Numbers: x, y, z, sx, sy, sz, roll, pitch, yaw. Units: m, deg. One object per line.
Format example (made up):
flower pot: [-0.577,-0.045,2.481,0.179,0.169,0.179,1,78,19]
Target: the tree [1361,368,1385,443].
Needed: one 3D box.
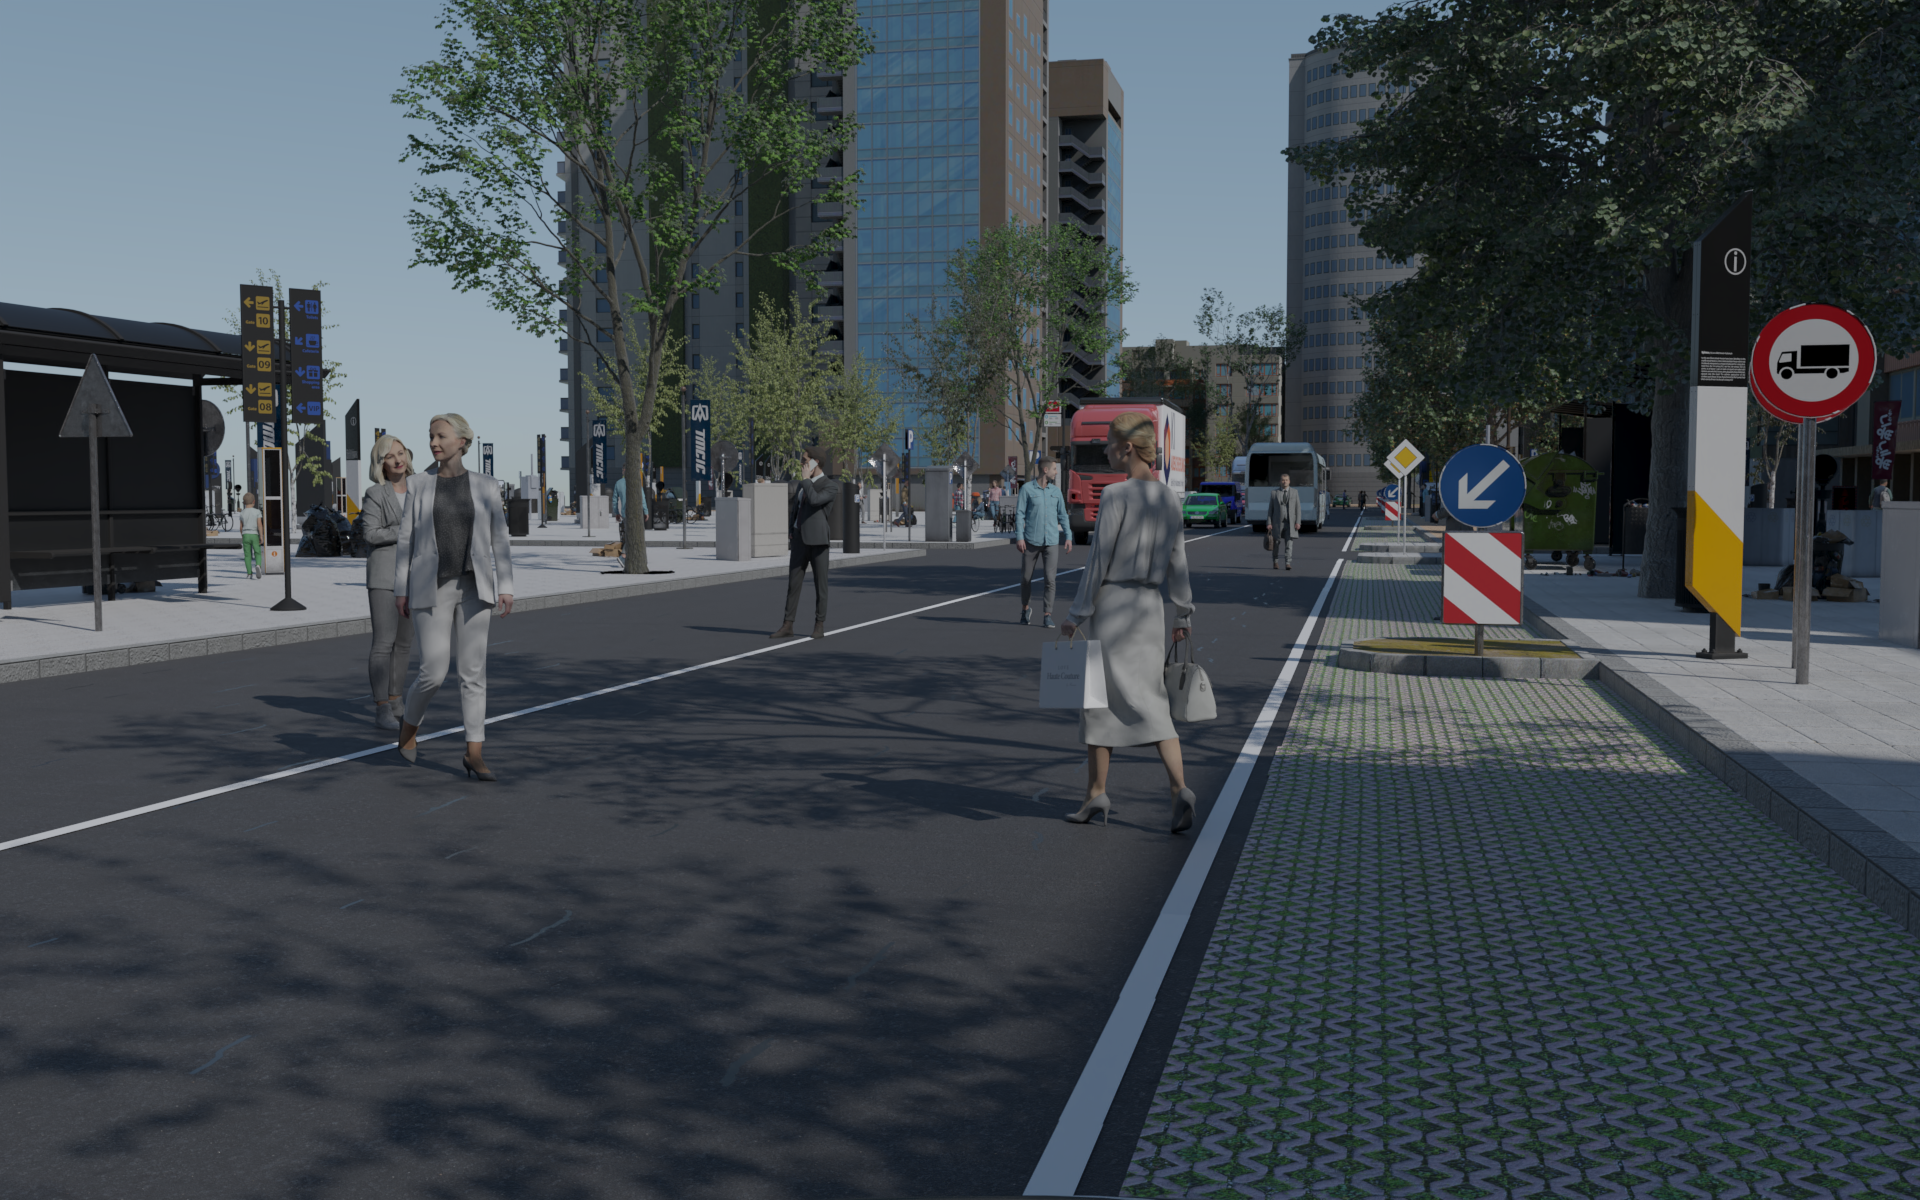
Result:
tree: [34.373,-13.304,127.883,12.009,13.543,11.850,0,3,0]

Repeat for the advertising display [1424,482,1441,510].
advertising display: [25.310,-5.355,92.772,0.123,1.923,0.974,-3,5,-45]

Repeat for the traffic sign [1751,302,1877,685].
traffic sign: [5.685,-0.704,11.613,0.768,2.556,0.104,1,4,14]

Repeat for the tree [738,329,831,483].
tree: [-8.107,-7.841,78.556,4.360,8.622,3.978,0,3,0]

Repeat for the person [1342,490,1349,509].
person: [35.823,-9.324,160.823,0.599,1.838,0.709,1,4,14]

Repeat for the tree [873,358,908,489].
tree: [-5.517,-8.284,85.812,4.737,8.622,4.395,0,3,0]

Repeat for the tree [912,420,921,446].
tree: [-4.993,-8.681,92.301,4.737,8.622,4.395,0,3,0]

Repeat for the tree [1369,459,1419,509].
tree: [48.845,-16.529,188.382,7.486,12.596,7.792,0,3,0]

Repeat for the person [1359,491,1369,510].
person: [36.878,-9.115,158.245,0.721,1.735,1.217,-2,4,-34]

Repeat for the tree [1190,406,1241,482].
tree: [21.420,-11.821,143.634,4.737,8.622,4.395,0,3,0]

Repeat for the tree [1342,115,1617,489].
tree: [24.496,-13.838,82.140,12.611,20.169,13.585,0,3,0]

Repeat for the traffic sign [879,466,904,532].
traffic sign: [-2.317,-3.563,58.256,0.884,2.594,0.081,1,4,18]

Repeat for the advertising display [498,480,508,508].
advertising display: [-21.050,-4.475,78.372,0.123,1.923,0.974,3,5,43]

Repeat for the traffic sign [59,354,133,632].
traffic sign: [-8.047,-0.985,16.107,0.884,2.594,0.081,1,4,21]

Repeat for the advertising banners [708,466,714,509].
advertising banners: [-14.787,-6.747,106.499,2.074,3.025,0.090,3,4,37]

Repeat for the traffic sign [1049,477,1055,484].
traffic sign: [4.263,-4.938,80.843,0.768,2.556,0.104,1,4,21]

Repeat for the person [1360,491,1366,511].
person: [34.425,-8.491,148.046,0.721,1.735,1.217,2,4,34]

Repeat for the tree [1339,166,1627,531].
tree: [17.291,-8.524,56.371,9.611,12.733,9.660,0,3,0]

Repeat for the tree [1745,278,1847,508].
tree: [27.116,-6.539,57.279,4.360,8.622,3.978,0,3,0]

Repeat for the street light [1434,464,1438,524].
street light: [20.685,-6.257,75.082,0.468,5.910,1.993,1,4,13]

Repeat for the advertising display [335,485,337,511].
advertising display: [-41.634,-6.800,116.386,0.123,1.923,0.974,1,4,14]

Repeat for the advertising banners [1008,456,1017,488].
advertising banners: [3.053,-5.088,79.369,2.074,3.025,0.090,3,4,36]

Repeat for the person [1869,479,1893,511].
person: [28.086,-2.841,52.845,0.623,1.781,0.721,2,4,24]

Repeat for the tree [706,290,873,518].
tree: [-6.132,-6.815,61.785,4.737,8.622,4.395,0,3,0]

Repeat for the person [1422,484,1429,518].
person: [24.520,-5.191,90.929,0.620,1.820,0.660,0,4,1]

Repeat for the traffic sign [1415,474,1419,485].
traffic sign: [27.657,-6.343,103.819,0.768,2.556,0.104,1,4,18]

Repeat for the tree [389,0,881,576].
tree: [-5.139,-6.233,27.660,9.928,11.665,9.643,0,3,0]

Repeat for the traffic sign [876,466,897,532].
traffic sign: [-2.481,-3.543,58.040,0.768,2.556,0.104,1,4,20]

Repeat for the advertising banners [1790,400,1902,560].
advertising banners: [16.862,-2.254,33.037,0.090,3.025,2.074,-2,4,-35]

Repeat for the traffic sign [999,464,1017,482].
traffic sign: [2.103,-4.679,76.235,0.795,2.593,0.064,1,4,14]

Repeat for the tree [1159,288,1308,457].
tree: [25.094,-18.556,159.276,12.611,20.169,13.585,0,3,0]

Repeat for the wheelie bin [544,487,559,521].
wheelie bin: [-19.406,-4.543,82.185,0.693,1.594,0.980,-2,4,-28]

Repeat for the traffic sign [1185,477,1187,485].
traffic sign: [15.063,-7.198,117.798,0.768,2.556,0.104,1,4,17]

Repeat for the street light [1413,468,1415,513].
street light: [30.538,-8.782,116.379,0.468,5.910,1.993,1,4,13]

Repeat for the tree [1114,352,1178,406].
tree: [9.432,-8.552,90.188,4.360,8.622,3.978,0,3,0]

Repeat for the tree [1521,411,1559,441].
tree: [38.639,-9.898,112.189,4.360,8.622,3.978,0,3,0]

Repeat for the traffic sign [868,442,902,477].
traffic sign: [-1.714,-2.253,39.028,0.795,2.593,0.064,1,4,13]

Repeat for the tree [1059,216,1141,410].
tree: [2.600,-8.394,63.005,9.928,11.665,9.643,0,3,0]

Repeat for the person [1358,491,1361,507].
person: [42.619,-10.724,184.382,0.434,1.755,0.990,-1,4,-11]

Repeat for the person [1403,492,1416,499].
person: [41.817,-9.484,161.194,1.348,1.812,0.705,2,4,29]

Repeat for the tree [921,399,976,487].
tree: [-0.750,-9.739,109.596,4.737,8.622,4.395,0,3,0]

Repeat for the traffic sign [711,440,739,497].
traffic sign: [-5.620,-2.506,41.084,0.768,2.556,0.104,1,4,16]

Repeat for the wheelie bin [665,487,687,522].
wheelie bin: [-14.244,-4.777,86.020,0.980,1.594,0.693,3,4,39]

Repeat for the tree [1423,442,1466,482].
tree: [26.987,-8.993,97.404,4.737,8.622,4.395,0,3,0]

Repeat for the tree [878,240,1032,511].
tree: [0.083,-6.100,50.102,4.360,8.622,3.978,0,3,0]

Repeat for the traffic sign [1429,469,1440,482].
traffic sign: [31.926,-7.439,115.497,2.265,3.308,0.079,1,4,22]

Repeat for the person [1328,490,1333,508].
person: [37.367,-10.217,175.564,1.348,1.821,0.705,-2,4,-32]

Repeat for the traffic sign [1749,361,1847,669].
traffic sign: [6.153,-0.767,12.648,0.768,2.556,0.104,1,4,21]

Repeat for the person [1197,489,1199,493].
person: [23.319,-9.980,169.927,0.721,1.736,1.217,3,4,38]

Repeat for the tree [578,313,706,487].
tree: [-12.607,-7.224,68.480,4.737,8.622,4.395,0,3,0]

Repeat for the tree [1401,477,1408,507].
tree: [45.931,-15.453,178.416,9.928,11.665,9.643,0,3,0]

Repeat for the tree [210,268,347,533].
tree: [-21.787,-6.466,56.089,4.737,8.622,4.395,0,3,0]

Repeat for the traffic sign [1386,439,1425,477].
traffic sign: [9.369,-2.092,36.388,0.795,2.593,0.064,1,4,13]

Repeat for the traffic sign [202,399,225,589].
traffic sign: [-10.206,-1.420,23.320,0.768,2.556,0.104,1,4,22]

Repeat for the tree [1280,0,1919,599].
tree: [8.706,-7.006,21.200,9.857,13.997,8.962,0,3,0]

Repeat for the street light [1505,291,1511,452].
street light: [11.262,-3.838,35.538,0.468,5.910,1.993,1,4,13]
